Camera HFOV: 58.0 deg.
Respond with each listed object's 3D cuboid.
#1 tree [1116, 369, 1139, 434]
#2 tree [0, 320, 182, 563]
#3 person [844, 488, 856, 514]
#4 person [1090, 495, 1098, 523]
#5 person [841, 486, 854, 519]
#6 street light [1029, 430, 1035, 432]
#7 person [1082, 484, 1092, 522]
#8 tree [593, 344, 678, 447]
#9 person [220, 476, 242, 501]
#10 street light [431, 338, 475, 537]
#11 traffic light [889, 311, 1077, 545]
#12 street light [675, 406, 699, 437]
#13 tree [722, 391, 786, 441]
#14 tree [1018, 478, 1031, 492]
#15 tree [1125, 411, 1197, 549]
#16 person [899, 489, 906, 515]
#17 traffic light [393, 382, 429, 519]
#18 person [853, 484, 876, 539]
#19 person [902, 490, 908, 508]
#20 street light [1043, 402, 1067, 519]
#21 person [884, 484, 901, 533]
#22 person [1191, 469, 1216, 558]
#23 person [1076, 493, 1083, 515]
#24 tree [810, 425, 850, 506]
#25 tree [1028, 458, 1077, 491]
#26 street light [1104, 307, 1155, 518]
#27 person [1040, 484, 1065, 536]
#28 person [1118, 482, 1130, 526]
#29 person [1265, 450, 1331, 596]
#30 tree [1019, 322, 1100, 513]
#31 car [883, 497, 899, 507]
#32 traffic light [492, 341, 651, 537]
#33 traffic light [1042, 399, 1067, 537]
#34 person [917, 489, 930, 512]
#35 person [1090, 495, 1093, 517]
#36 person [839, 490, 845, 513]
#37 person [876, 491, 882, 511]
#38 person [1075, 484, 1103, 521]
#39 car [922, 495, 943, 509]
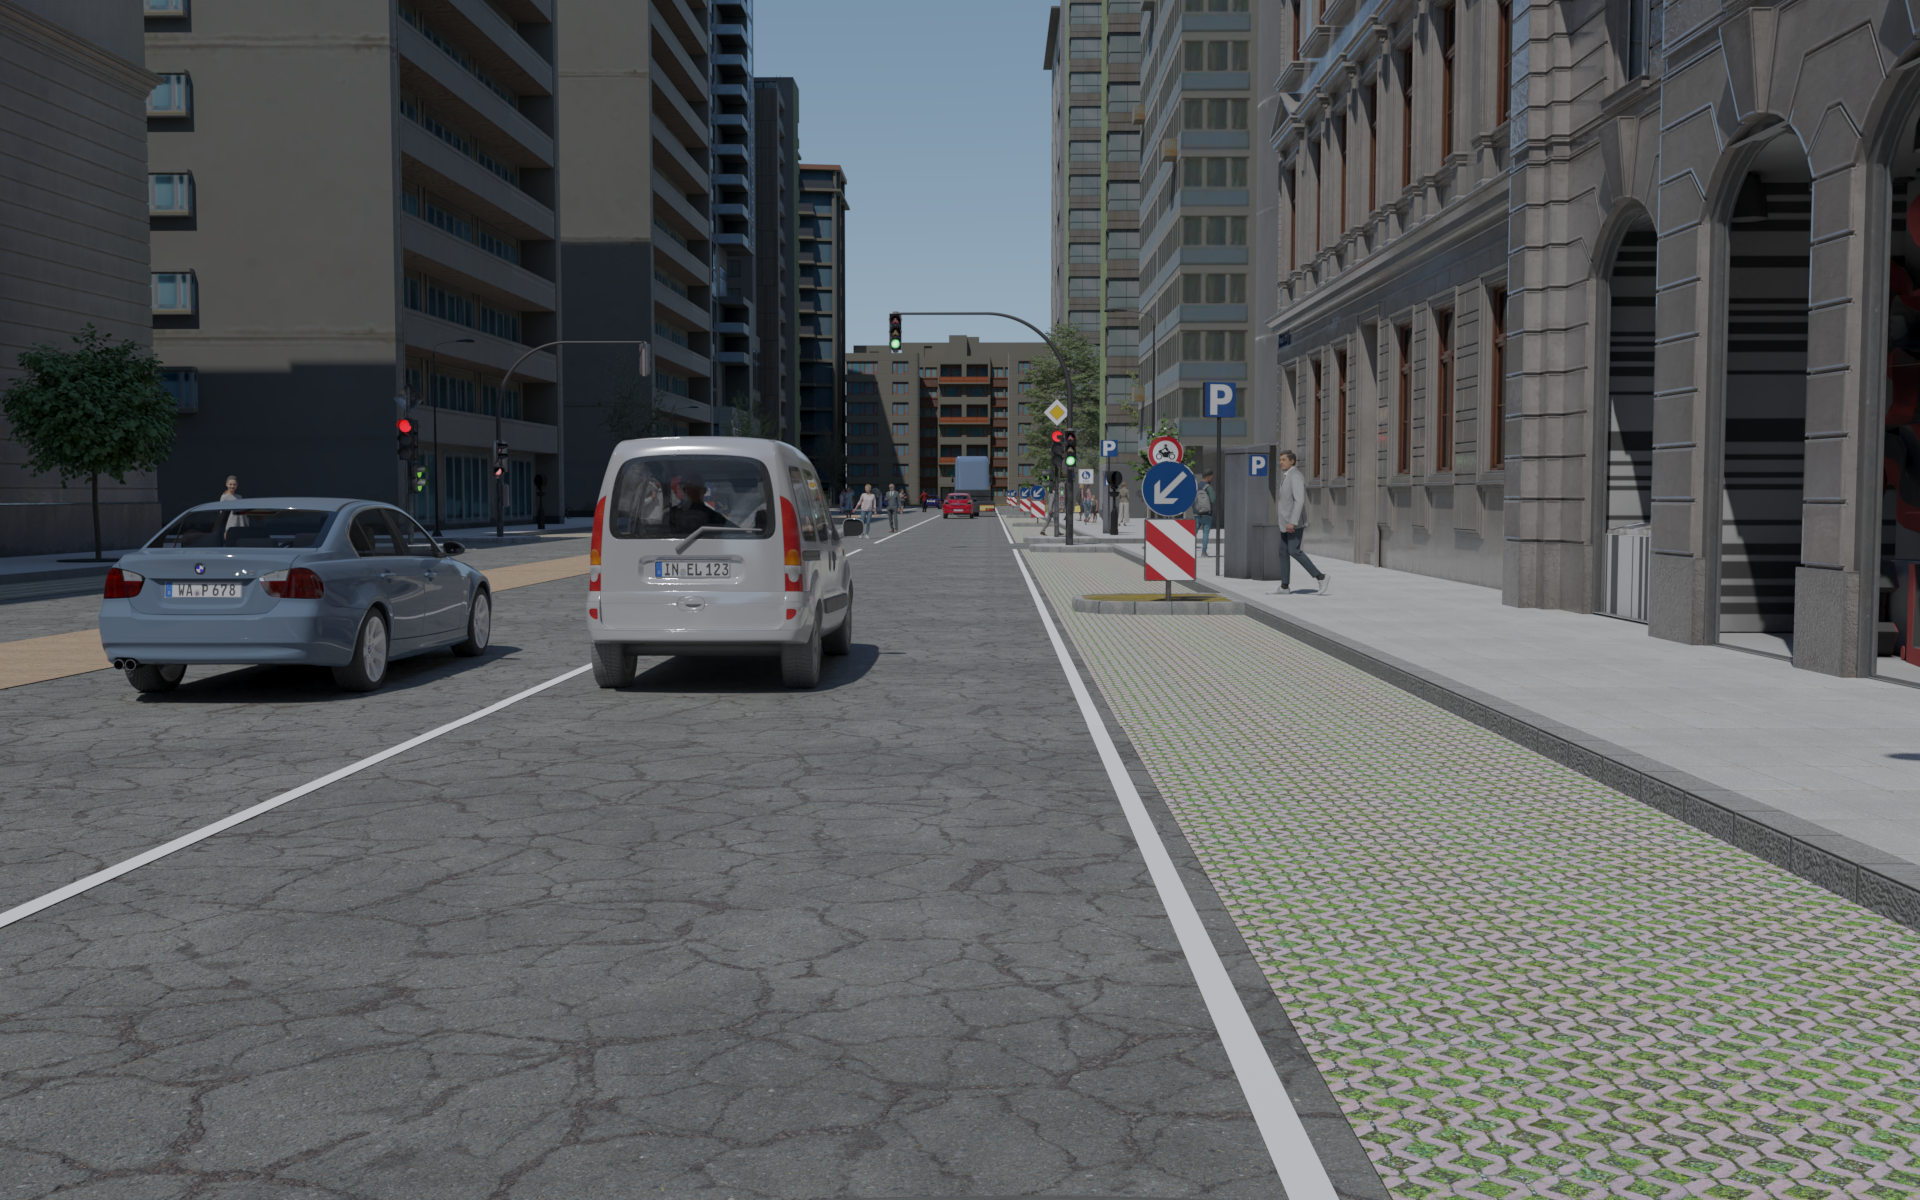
[{"bbox_3d":[10.096,-8.410,87.863,4.737,8.622,4.395,0,3,0],"label":"tree"},{"bbox_3d":[-16.496,-3.017,33.037,4.285,4.588,4.351,0,3,0],"label":"tree"},{"bbox_3d":[-7.797,-6.976,122.526,0.822,1.834,0.622,2,4,34],"label":"person"},{"bbox_3d":[5.935,-4.030,76.597,0.373,1.253,0.362,-3,5,-39],"label":"person"},{"bbox_3d":[-5.453,-4.618,84.097,0.616,1.811,0.778,0,4,-3],"label":"person"},{"bbox_3d":[5.546,-9.413,126.436,1.470,5.913,1.316,0,4,1],"label":"street light"},{"bbox_3d":[5.762,-4.418,78.281,0.555,1.821,0.388,2,4,29],"label":"person"},{"bbox_3d":[-15.907,-8.196,84.360,4.360,8.622,3.978,0,3,0],"label":"tree"},{"bbox_3d":[-12.034,-1.181,28.558,0.760,1.731,0.466,-1,4,-13],"label":"person"},{"bbox_3d":[-15.175,-4.851,51.854,1.470,5.913,1.316,0,4,1],"label":"street light"},{"bbox_3d":[0.624,-4.194,43.233,4.771,5.953,1.251,0,4,1],"label":"traffic light"},{"bbox_3d":[-14.446,-7.264,91.315,1.470,5.913,1.316,0,4,1],"label":"street light"},{"bbox_3d":[-14.835,-10.558,122.986,4.737,8.622,4.395,0,3,0],"label":"tree"},{"bbox_3d":[7.891,-12.785,203.642,1.663,3.219,1.824,0,3,0],"label":"tree"},{"bbox_3d":[4.627,-2.792,40.250,1.663,3.219,1.824,0,3,0],"label":"tree"},{"bbox_3d":[-3.997,-6.848,120.822,0.532,1.782,0.716,1,4,10],"label":"person"},{"bbox_3d":[-13.842,-3.344,43.600,0.839,4.253,0.868,0,4,1],"label":"traffic light"},{"bbox_3d":[-3.089,-2.844,55.674,0.731,1.740,0.598,-1,4,-16],"label":"person"},{"bbox_3d":[-5.722,-10.077,173.239,1.348,1.826,0.705,2,4,29],"label":"person"},{"bbox_3d":[4.879,-7.039,87.623,1.470,5.913,1.316,0,4,1],"label":"street light"},{"bbox_3d":[-2.537,-3.416,64.534,0.661,1.801,0.590,1,4,17],"label":"person"},{"bbox_3d":[4.869,-1.734,34.747,0.623,1.781,0.721,2,4,31],"label":"person"},{"bbox_3d":[7.515,-6.202,107.224,0.659,1.850,0.755,0,4,8],"label":"person"},{"bbox_3d":[-14.022,-14.782,192.048,4.360,8.622,3.978,0,3,0],"label":"tree"},{"bbox_3d":[6.508,-8.484,122.430,4.285,4.588,4.351,0,3,0],"label":"tree"},{"bbox_3d":[4.287,-4.326,43.267,1.470,5.913,1.316,0,4,1],"label":"street light"},{"bbox_3d":[3.165,-3.097,59.412,0.850,1.792,0.678,0,4,-7],"label":"person"},{"bbox_3d":[6.603,-3.848,69.503,0.519,1.759,0.362,2,4,27],"label":"person"},{"bbox_3d":[4.299,-0.985,22.001,0.795,1.843,0.661,0,4,4],"label":"person"},{"bbox_3d":[7.374,-12.016,114.585,7.486,12.596,7.792,0,3,0],"label":"tree"},{"bbox_3d":[-7.485,-11.099,191.059,1.945,1.707,3.694,0,4,0],"label":"car"},{"bbox_3d":[-11.616,-4.704,51.584,4.771,5.953,1.251,0,4,1],"label":"traffic light"},{"bbox_3d":[2.851,-3.817,51.324,0.839,4.253,0.868,0,4,1],"label":"traffic light"},{"bbox_3d":[-2.820,-7.773,135.523,1.348,1.831,0.705,-3,5,-43],"label":"person"},{"bbox_3d":[7.387,-5.228,96.541,0.382,1.210,0.505,-2,4,-35],"label":"person"},{"bbox_3d":[-8.792,-7.400,130.166,0.551,1.740,0.621,-2,4,-34],"label":"person"},{"bbox_3d":[-6.226,-7.589,133.243,0.551,1.740,0.621,-2,4,-32],"label":"person"},{"bbox_3d":[6.202,-4.652,82.326,1.509,1.804,0.699,0,4,2],"label":"person"},{"bbox_3d":[-2.626,-9.292,164.501,1.945,1.354,3.894,0,4,3],"label":"car"}]
